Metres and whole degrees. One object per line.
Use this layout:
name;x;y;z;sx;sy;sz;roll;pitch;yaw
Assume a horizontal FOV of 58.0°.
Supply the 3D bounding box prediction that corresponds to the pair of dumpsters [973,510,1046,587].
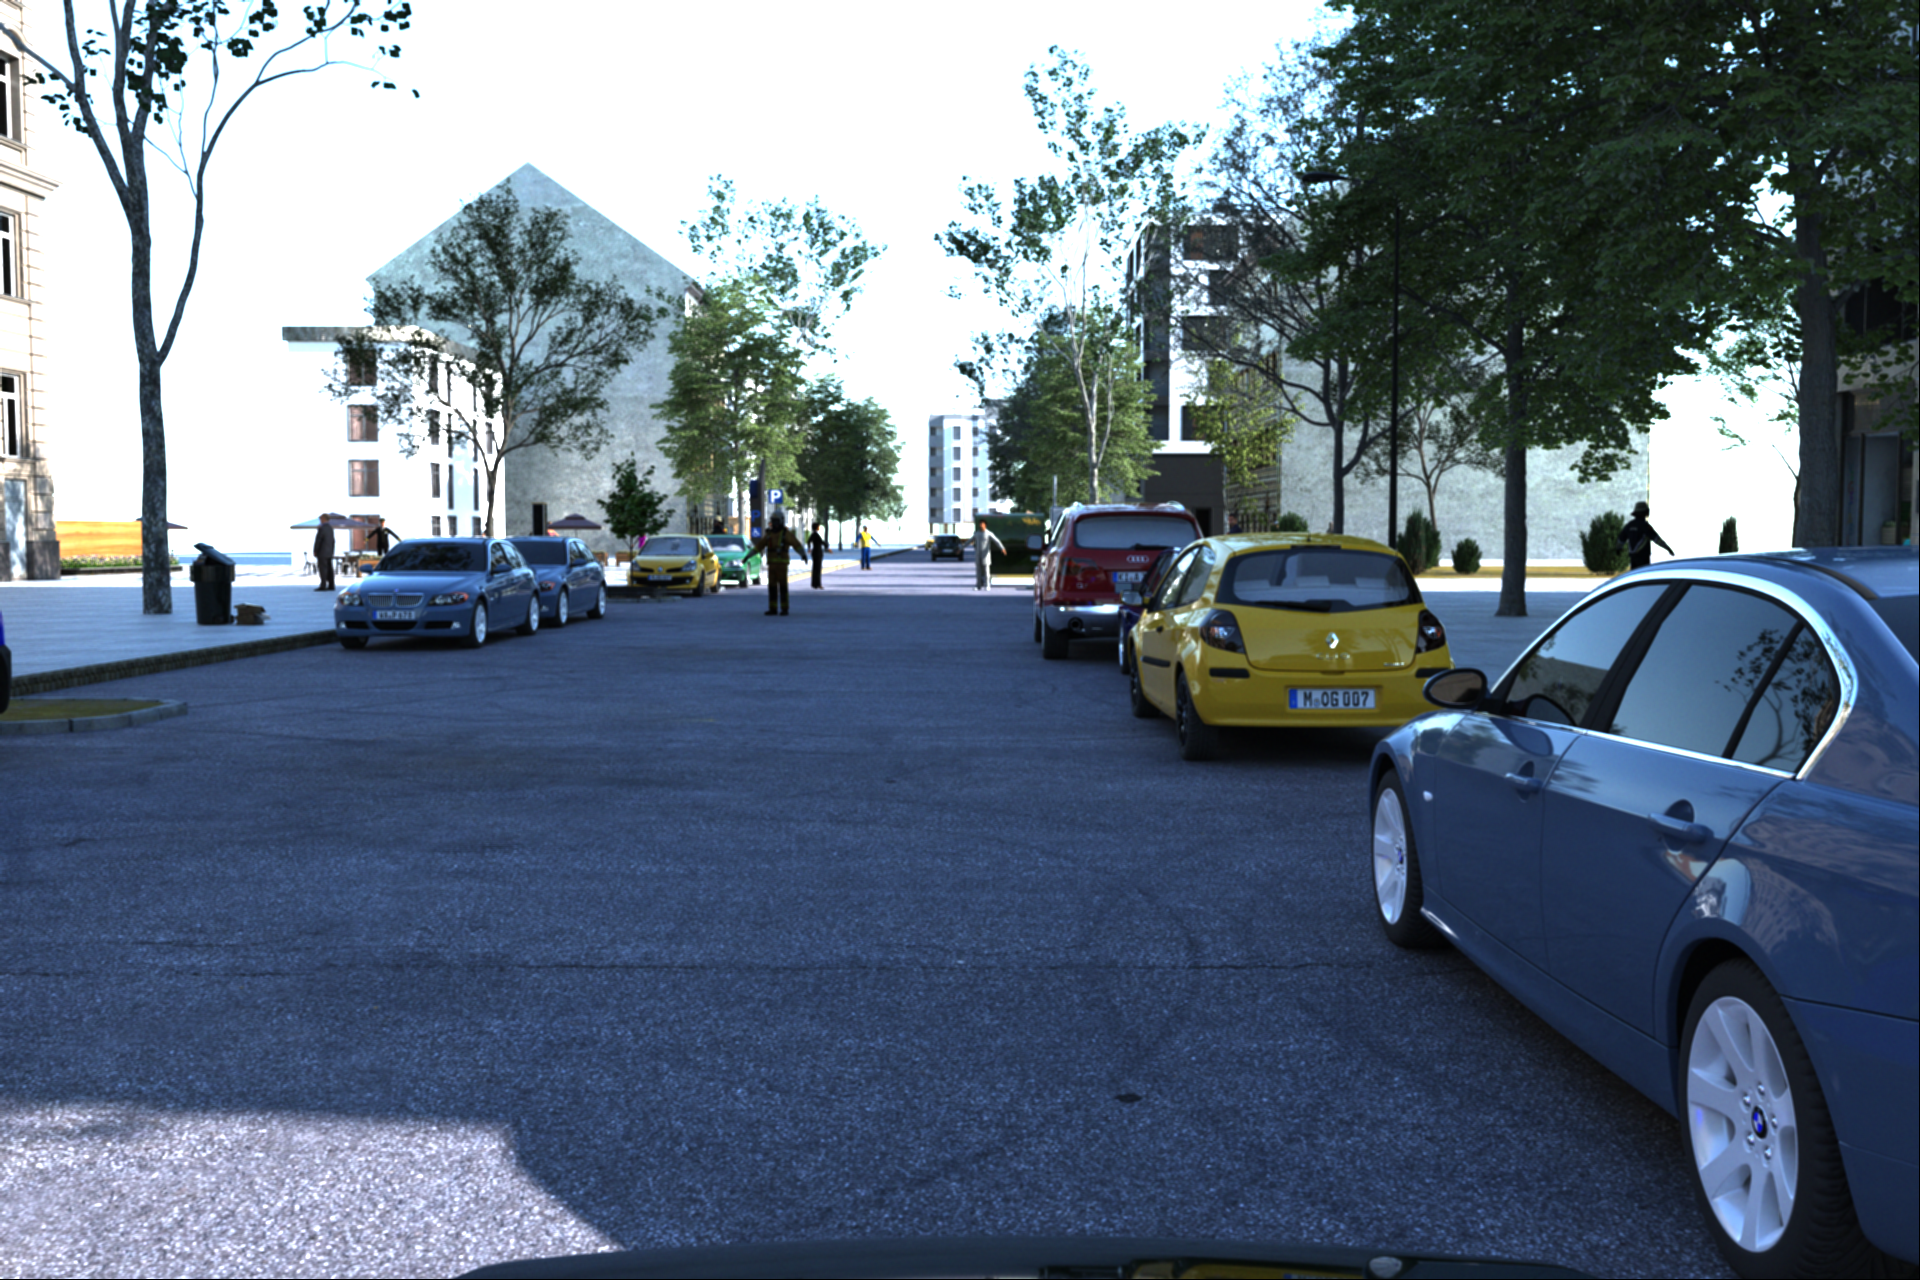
pair of dumpsters;2.572;-2.597;47.409;4.436;2.255;1.574;0;4;-1

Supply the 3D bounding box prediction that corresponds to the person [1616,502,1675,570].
person;11.865;-1.485;30.155;0.704;1.845;1.351;-1;4;-21

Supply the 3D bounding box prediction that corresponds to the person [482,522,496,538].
person;-20.124;-4.152;74.027;0.704;1.843;1.345;1;4;13

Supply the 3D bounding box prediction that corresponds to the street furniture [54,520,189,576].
street furniture;-29.779;-2.992;55.768;11.010;1.723;9.812;0;4;5

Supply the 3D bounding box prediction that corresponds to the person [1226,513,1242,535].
person;5.718;-1.788;36.190;0.530;1.710;0.541;0;4;1

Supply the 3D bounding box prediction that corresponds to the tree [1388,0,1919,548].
tree;7.507;-5.976;15.839;7.486;12.596;7.792;0;3;0

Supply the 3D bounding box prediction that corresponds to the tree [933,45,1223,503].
tree;4.193;-13.105;70.159;12.611;20.169;13.585;0;3;0

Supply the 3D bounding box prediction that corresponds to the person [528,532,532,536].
person;-17.919;-4.128;73.713;1.346;1.802;0.704;-2;4;-28

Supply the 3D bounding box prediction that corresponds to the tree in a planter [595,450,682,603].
tree in a planter;-7.003;-2.424;36.847;1.991;3.239;1.994;0;4;0

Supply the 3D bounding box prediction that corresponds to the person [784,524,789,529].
person;-8.445;-4.704;83.378;0.721;1.772;1.216;0;4;-5

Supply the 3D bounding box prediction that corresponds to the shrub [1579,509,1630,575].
shrub;20.176;-3.050;53.906;1.661;2.075;1.752;0;3;0

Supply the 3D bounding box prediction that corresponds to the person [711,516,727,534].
person;-7.621;-2.973;54.383;0.705;1.856;1.354;-2;4;-35

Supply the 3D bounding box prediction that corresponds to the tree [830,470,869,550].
tree;-8.820;-11.803;143.343;4.360;8.622;3.978;0;3;0

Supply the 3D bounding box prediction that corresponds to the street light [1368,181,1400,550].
street light;6.154;-3.047;22.356;1.470;5.913;1.316;0;4;0

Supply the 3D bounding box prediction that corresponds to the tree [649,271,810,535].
tree;-9.872;-9.617;75.364;7.486;12.596;7.792;0;3;0

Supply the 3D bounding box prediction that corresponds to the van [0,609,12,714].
van;-6.967;-0.268;8.766;2.240;2.365;5.245;0;3;0

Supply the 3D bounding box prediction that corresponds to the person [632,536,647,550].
person;-12.319;-3.521;66.835;0.991;1.433;0.599;3;4;37

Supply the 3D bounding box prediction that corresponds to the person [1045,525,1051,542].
person;4.248;-4.508;79.842;1.346;1.812;0.704;1;4;17

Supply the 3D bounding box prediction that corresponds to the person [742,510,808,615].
person;-3.225;-1.366;30.565;1.354;1.858;0.705;2;4;28

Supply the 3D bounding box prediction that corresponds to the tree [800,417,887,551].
tree;-9.421;-12.158;133.202;8.767;10.594;7.601;2;4;27

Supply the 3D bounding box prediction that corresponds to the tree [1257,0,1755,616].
tree;8.636;-6.675;27.271;7.486;12.596;7.792;0;3;0

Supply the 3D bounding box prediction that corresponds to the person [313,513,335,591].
person;-14.399;-1.991;39.141;0.434;1.755;0.990;1;4;8

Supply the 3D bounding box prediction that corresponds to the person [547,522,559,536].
person;-14.917;-3.451;63.228;0.721;1.733;1.217;3;5;41

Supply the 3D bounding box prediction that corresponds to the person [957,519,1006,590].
person;0.569;-2.184;44.354;1.347;1.806;0.705;1;4;22

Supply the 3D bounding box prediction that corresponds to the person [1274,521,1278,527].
person;13.777;-4.259;75.493;0.705;1.847;1.347;3;4;36

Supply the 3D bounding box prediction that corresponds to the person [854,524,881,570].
person;-3.766;-3.734;69.484;1.349;1.833;0.705;-3;5;-40

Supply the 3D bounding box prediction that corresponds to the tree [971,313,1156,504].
tree;5.770;-11.371;96.286;12.009;13.543;11.850;0;3;0

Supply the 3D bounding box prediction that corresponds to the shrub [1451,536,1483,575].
shrub;16.058;-2.676;54.869;1.383;1.207;1.383;0;3;0

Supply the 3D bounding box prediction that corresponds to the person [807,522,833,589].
person;-3.669;-2.203;45.203;0.721;1.740;1.216;-2;4;-33

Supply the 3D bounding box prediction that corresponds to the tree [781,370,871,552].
tree;-9.673;-12.369;120.352;7.486;12.596;7.792;0;3;0

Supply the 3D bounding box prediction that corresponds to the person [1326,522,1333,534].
person;16.214;-4.244;75.523;0.705;1.813;1.348;-1;4;-14

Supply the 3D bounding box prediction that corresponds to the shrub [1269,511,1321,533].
shrub;9.950;-2.911;52.019;1.690;2.028;1.600;0;3;0

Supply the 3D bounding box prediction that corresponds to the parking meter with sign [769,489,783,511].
parking meter with sign;-7.179;-4.413;68.418;0.543;3.016;1.738;0;4;0

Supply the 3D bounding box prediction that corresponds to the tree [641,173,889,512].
tree;-10.473;-14.425;91.738;12.611;20.169;13.585;0;3;0

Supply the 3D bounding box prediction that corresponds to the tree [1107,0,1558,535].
tree;8.541;-7.825;38.316;12.009;13.543;11.850;0;3;0

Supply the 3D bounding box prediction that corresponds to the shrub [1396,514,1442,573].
shrub;15.234;-3.263;57.764;1.690;2.028;1.600;0;3;0

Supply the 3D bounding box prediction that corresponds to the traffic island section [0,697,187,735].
traffic island section;-7.158;0.583;13.332;1.991;0.108;1.994;0;4;1

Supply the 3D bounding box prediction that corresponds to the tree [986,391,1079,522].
tree;6.475;-14.669;146.499;9.857;13.997;8.962;0;3;0

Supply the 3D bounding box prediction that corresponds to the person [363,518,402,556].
person;-19.914;-3.293;59.777;1.347;1.837;0.705;-1;4;-22

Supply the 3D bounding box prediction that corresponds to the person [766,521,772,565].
person;-7.769;-3.973;71.138;1.347;1.806;0.705;0;4;-8

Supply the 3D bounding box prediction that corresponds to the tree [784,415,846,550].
tree;-9.681;-9.502;105.724;4.360;8.622;3.978;0;3;0

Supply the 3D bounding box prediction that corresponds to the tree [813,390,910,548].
tree;-9.132;-15.189;154.995;9.857;13.997;8.962;0;3;0
